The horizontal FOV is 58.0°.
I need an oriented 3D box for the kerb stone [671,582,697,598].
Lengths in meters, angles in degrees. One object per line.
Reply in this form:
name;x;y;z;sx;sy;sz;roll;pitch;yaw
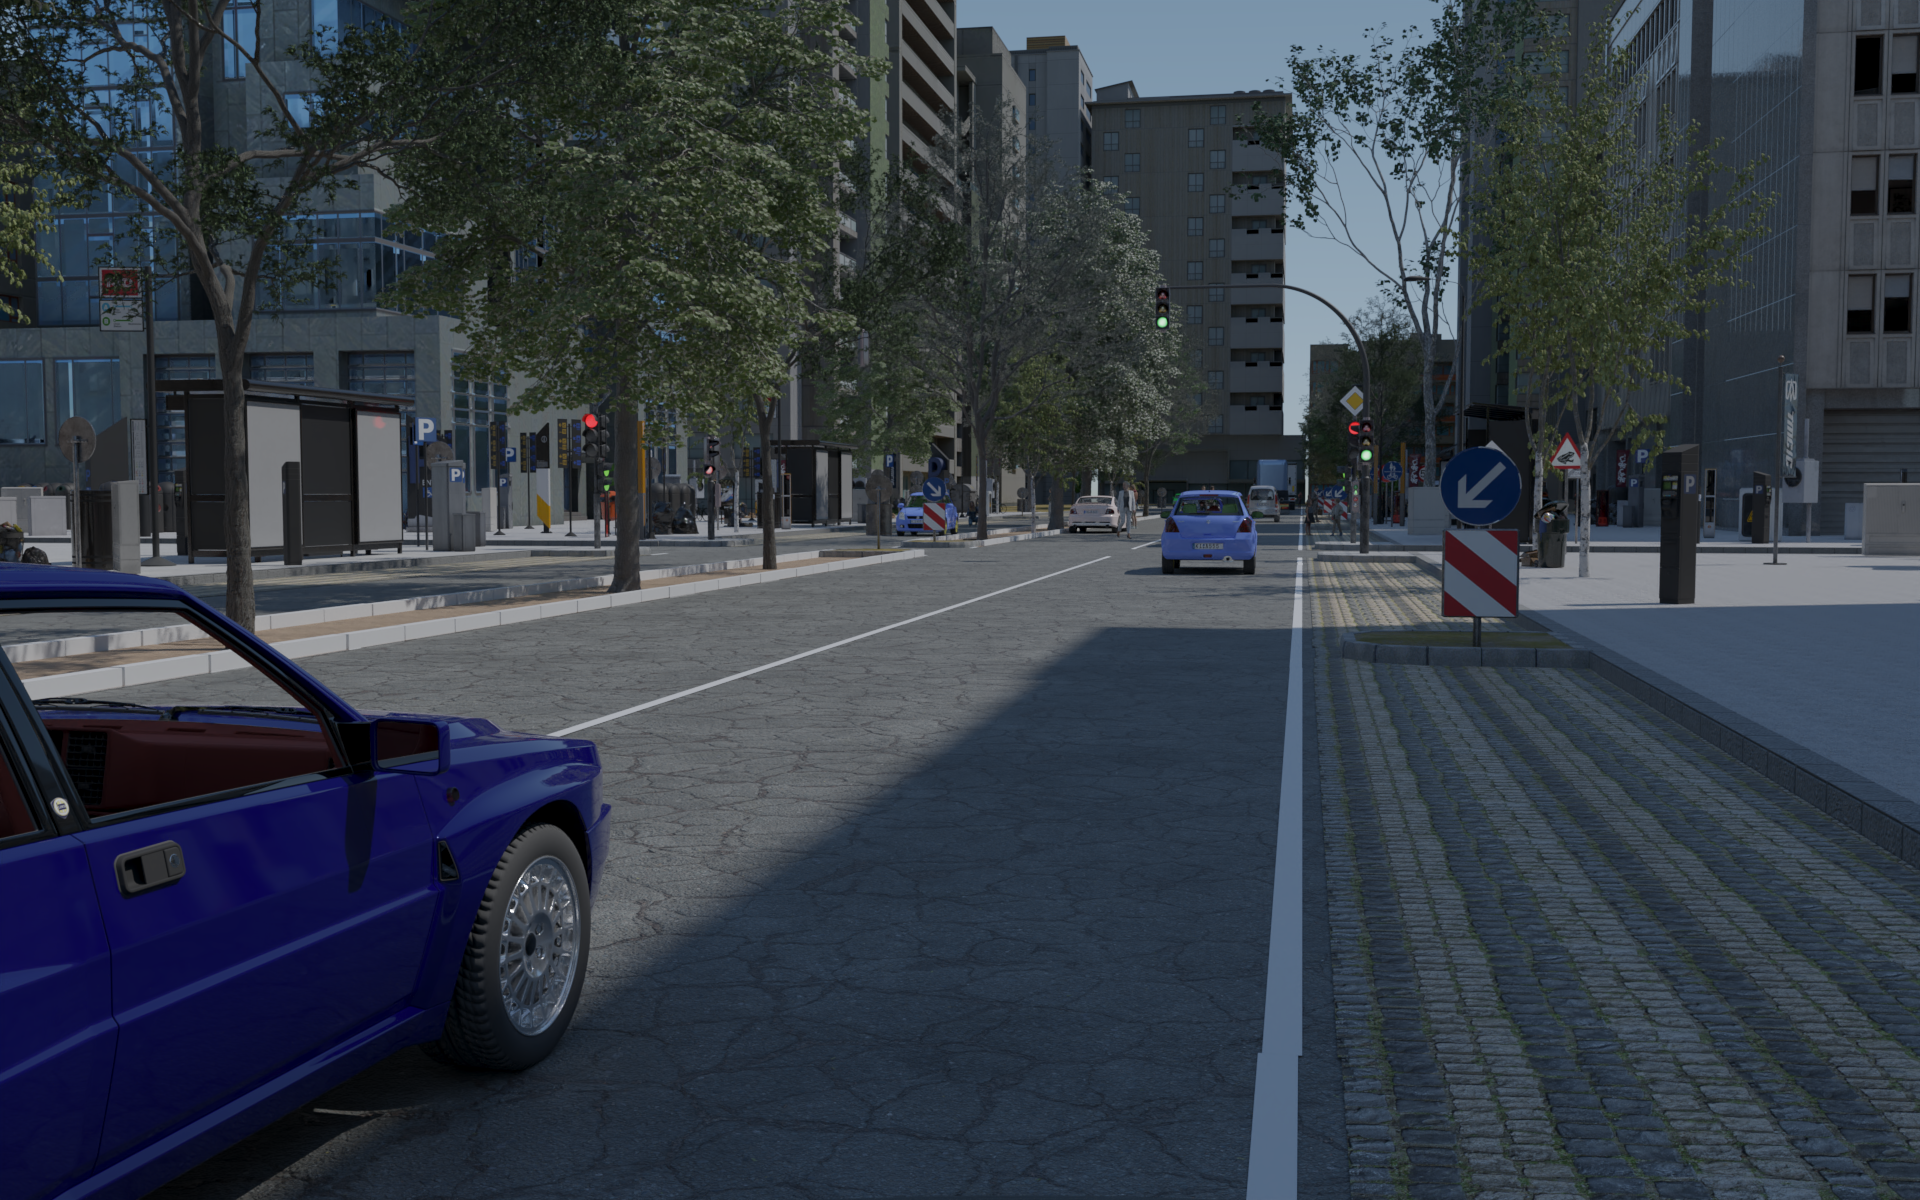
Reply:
kerb stone;-3.967;-0.135;24.404;0.120;0.150;1.000;1;4;11

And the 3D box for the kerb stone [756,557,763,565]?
kerb stone;-4.050;-0.767;34.840;0.120;0.150;1.000;1;4;11

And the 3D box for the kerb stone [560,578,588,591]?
kerb stone;-5.833;-0.221;25.802;0.120;0.150;1.000;1;4;11

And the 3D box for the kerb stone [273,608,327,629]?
kerb stone;-7.223;0.211;18.761;0.120;0.150;1.000;1;4;11

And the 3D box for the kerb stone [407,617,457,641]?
kerb stone;-5.361;0.295;17.364;0.120;0.150;1.000;1;4;11

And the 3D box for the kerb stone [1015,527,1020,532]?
kerb stone;2.027;-2.655;65.599;0.120;0.150;1.000;1;4;11

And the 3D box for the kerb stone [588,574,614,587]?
kerb stone;-5.638;-0.275;26.807;0.120;0.150;1.000;1;4;11

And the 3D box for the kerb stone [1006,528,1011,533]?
kerb stone;1.641;-2.532;63.591;0.120;0.150;1.000;1;4;11

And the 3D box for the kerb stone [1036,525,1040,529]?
kerb stone;3.023;-2.962;70.621;0.120;0.150;1.000;1;4;11

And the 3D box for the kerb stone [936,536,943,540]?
kerb stone;-0.751;-1.794;51.524;0.120;0.150;1.000;1;4;11

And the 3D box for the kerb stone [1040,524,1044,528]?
kerb stone;3.223;-3.017;71.624;0.120;0.150;1.000;1;4;11

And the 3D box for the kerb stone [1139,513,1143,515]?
kerb stone;12.175;-5.788;116.880;0.120;0.150;1.000;1;4;11

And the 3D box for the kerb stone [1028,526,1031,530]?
kerb stone;2.627;-2.839;68.615;0.120;0.150;1.000;1;4;11

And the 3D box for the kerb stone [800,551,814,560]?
kerb stone;-3.452;-0.957;37.854;0.120;0.150;1.000;1;4;11

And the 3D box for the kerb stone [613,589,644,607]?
kerb stone;-4.366;-0.012;22.394;0.120;0.150;1.000;1;4;11

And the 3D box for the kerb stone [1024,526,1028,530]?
kerb stone;2.433;-2.778;67.611;0.120;0.150;1.000;1;4;11

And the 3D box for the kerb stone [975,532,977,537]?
kerb stone;0.439;-2.163;57.563;0.120;0.150;1.000;1;4;11

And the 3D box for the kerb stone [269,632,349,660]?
kerb stone;-5.769;0.418;15.357;0.120;0.150;1.000;1;4;11

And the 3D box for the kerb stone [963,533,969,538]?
kerb stone;0.047;-2.038;55.556;0.120;0.150;1.000;1;4;11

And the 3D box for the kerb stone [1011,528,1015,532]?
kerb stone;1.832;-2.587;64.596;0.120;0.150;1.000;1;4;11

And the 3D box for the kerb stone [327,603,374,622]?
kerb stone;-7.033;0.148;19.772;0.120;0.150;1.000;1;4;11

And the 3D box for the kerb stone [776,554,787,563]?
kerb stone;-3.847;-0.829;35.844;0.120;0.150;1.000;1;4;11

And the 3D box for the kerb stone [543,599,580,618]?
kerb stone;-4.769;0.111;20.381;0.120;0.150;1.000;1;4;11

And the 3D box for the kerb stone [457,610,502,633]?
kerb stone;-5.165;0.238;18.367;0.120;0.150;1.000;1;4;11

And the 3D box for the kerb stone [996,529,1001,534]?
kerb stone;1.237;-2.402;61.577;0.120;0.150;1.000;1;4;11

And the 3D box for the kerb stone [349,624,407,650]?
kerb stone;-5.555;0.357;16.357;0.120;0.150;1.000;1;4;11

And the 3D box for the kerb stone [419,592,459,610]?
kerb stone;-6.633;0.025;21.793;0.120;0.150;1.000;1;4;11

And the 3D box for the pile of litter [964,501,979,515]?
pile of litter;1.343;-6.404;118.664;1.719;0.858;1.176;0;4;-6

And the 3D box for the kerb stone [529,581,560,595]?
kerb stone;-6.032;-0.156;24.799;0.120;0.150;1.000;1;4;11

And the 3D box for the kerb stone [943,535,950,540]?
kerb stone;-0.553;-1.855;52.529;0.120;0.150;1.000;1;4;11

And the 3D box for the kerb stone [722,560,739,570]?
kerb stone;-4.448;-0.651;32.832;0.120;0.150;1.000;1;4;11

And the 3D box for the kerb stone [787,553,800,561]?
kerb stone;-3.651;-0.896;36.847;0.120;0.150;1.000;1;4;11

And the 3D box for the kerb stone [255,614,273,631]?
kerb stone;-7.422;0.271;17.758;0.120;0.150;1.000;1;4;11

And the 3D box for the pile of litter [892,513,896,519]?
pile of litter;-3.875;-4.690;90.643;1.719;0.858;1.176;1;4;11

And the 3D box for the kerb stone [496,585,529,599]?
kerb stone;-6.233;-0.098;23.797;0.120;0.150;1.000;1;4;11

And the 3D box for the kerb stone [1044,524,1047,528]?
kerb stone;3.428;-3.084;72.630;0.120;0.150;1.000;1;4;11

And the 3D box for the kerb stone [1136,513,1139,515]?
kerb stone;11.371;-5.542;112.855;0.120;0.150;1.000;1;4;11

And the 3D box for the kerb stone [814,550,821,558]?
kerb stone;-3.252;-1.015;38.856;0.120;0.150;1.000;1;4;11

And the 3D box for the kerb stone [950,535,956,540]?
kerb stone;-0.347;-1.912;53.540;0.120;0.150;1.000;1;4;11

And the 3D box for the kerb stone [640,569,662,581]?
kerb stone;-5.240;-0.405;28.811;0.120;0.150;1.000;1;4;11

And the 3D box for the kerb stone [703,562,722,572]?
kerb stone;-4.641;-0.587;31.828;0.120;0.150;1.000;1;4;11

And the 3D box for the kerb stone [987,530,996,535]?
kerb stone;1.039;-2.347;60.574;0.120;0.150;1.000;1;4;11

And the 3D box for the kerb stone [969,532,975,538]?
kerb stone;0.247;-2.100;56.559;0.120;0.150;1.000;1;4;11

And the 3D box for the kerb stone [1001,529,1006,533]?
kerb stone;1.431;-2.470;62.581;0.120;0.150;1.000;1;4;11

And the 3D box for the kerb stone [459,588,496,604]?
kerb stone;-6.429;-0.037;22.794;0.120;0.150;1.000;1;4;11

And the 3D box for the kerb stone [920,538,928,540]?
kerb stone;-1.150;-1.671;49.517;0.120;0.150;1.000;1;4;11

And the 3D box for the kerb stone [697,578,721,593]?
kerb stone;-3.771;-0.196;25.411;0.120;0.150;1.000;1;4;11

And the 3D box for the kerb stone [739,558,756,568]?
kerb stone;-4.246;-0.706;33.834;0.120;0.150;1.000;1;4;11

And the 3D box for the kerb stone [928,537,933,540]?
kerb stone;-0.951;-1.727;50.520;0.120;0.150;1.000;1;4;11

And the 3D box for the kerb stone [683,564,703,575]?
kerb stone;-4.846;-0.527;30.823;0.120;0.150;1.000;1;4;11

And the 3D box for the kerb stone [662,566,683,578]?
kerb stone;-5.046;-0.462;29.818;0.120;0.150;1.000;1;4;11

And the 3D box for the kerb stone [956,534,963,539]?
kerb stone;-0.146;-1.979;54.549;0.120;0.150;1.000;1;4;11

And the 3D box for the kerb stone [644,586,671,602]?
kerb stone;-4.171;-0.074;23.403;0.120;0.150;1.000;1;4;11

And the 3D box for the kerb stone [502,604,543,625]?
kerb stone;-4.963;0.173;19.369;0.120;0.150;1.000;1;4;11

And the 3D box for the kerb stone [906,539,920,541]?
kerb stone;-1.350;-1.606;48.501;0.120;0.150;1.000;1;4;11

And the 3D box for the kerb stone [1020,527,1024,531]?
kerb stone;2.230;-2.713;66.608;0.120;0.150;1.000;1;4;11

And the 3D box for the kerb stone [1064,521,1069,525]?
kerb stone;5.010;-3.578;80.688;0.120;0.150;1.000;1;4;11

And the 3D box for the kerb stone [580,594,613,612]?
kerb stone;-4.569;0.051;21.392;0.120;0.150;1.000;1;4;11

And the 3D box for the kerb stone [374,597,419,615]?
kerb stone;-6.828;0.093;20.775;0.120;0.150;1.000;1;4;11
